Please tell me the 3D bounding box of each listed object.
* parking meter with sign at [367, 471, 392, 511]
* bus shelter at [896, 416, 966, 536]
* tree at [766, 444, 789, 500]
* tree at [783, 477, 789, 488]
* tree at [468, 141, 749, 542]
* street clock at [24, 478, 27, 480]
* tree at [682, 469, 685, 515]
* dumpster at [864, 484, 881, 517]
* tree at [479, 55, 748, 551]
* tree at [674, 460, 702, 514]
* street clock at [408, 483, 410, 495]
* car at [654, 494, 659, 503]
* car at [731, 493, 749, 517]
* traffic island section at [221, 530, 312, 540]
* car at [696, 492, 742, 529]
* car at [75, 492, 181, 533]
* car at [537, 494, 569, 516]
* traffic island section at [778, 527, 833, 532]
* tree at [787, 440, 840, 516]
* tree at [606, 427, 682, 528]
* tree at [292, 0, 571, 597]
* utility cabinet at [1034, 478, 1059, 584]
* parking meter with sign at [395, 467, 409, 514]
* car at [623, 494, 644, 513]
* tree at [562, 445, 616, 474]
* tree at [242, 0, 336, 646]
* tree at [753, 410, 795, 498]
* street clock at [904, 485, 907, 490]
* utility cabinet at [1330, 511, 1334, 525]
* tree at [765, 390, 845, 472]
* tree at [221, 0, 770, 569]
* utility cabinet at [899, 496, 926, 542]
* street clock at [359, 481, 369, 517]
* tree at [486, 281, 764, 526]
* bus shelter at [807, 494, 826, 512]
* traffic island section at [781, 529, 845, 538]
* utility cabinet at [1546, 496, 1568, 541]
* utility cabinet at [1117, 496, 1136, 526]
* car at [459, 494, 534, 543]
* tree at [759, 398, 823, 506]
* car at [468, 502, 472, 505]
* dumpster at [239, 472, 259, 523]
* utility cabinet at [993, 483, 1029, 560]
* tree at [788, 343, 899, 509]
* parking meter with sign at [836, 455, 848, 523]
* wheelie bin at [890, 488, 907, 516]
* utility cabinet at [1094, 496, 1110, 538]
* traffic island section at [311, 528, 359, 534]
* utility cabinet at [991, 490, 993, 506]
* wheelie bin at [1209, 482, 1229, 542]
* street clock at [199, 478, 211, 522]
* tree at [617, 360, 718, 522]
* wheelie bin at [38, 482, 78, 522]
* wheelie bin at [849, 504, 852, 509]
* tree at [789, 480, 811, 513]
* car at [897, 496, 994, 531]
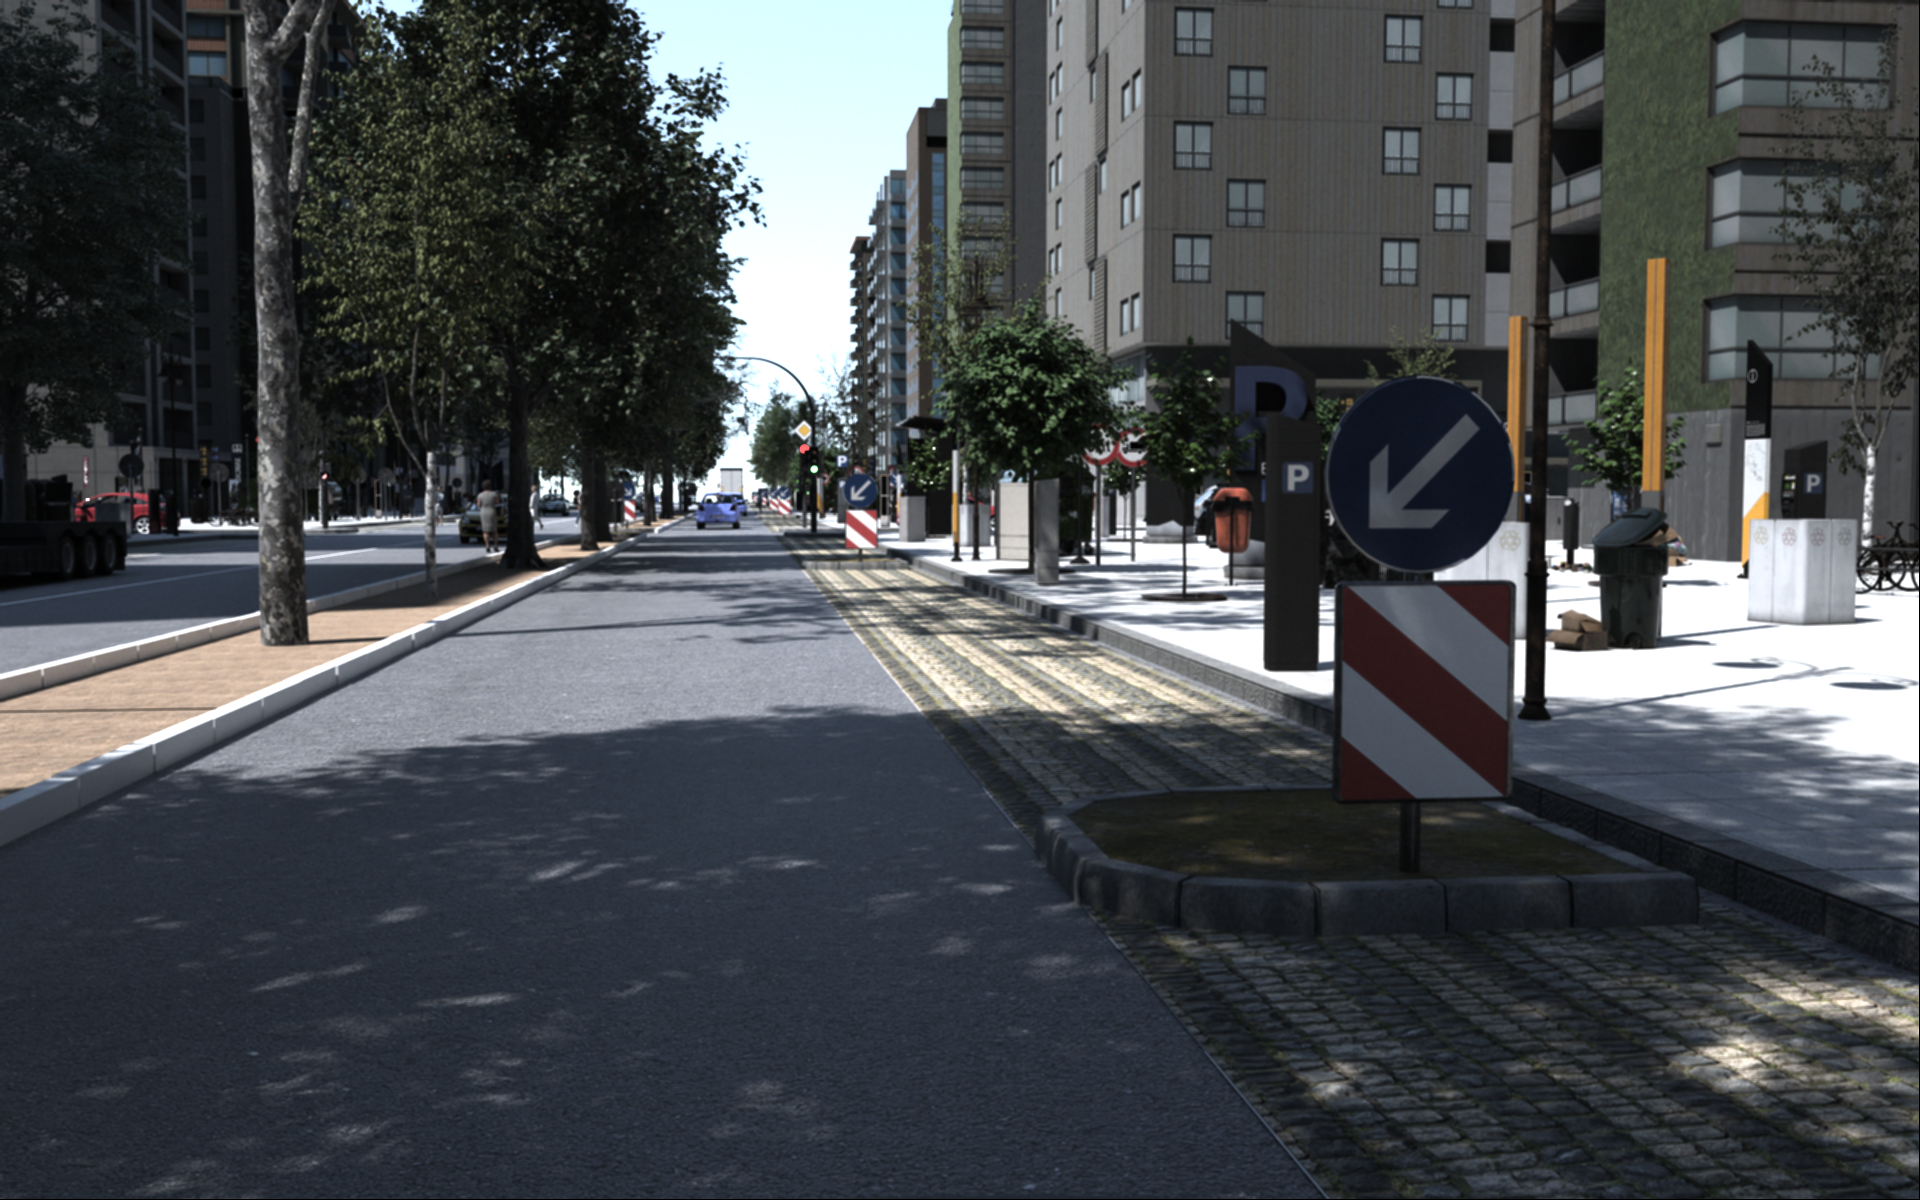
[{"bbox_3d":[-42.909,-8.059,128.028,1.738,3.016,0.543,-1,4,-16],"label":"parking meter with sign"},{"bbox_3d":[-0.915,-3.912,55.242,1.731,3.624,6.357,0,4,-7],"label":"bus shelter"},{"bbox_3d":[-19.601,-15.004,195.674,4.360,8.622,3.978,0,3,0],"label":"tree"},{"bbox_3d":[-16.862,-11.059,175.414,1.663,3.219,1.824,0,3,0],"label":"tree"},{"bbox_3d":[-10.735,-8.699,51.338,9.857,13.997,8.962,0,3,0],"label":"tree"},{"bbox_3d":[-41.934,-4.468,77.626,0.358,2.002,0.471,-2,4,-34],"label":"street clock"},{"bbox_3d":[-18.124,-9.354,105.751,4.737,8.622,4.395,0,3,0],"label":"tree"},{"bbox_3d":[-5.040,-5.670,95.202,1.502,2.255,1.985,0,4,-7],"label":"dumpster"},{"bbox_3d":[-9.169,-7.472,42.754,7.486,12.596,7.792,0,3,0],"label":"tree"},{"bbox_3d":[-20.374,-10.583,125.853,4.360,8.622,3.978,0,3,0],"label":"tree"},{"bbox_3d":[-36.321,-6.675,113.707,0.358,2.002,0.471,2,4,31],"label":"street clock"},{"bbox_3d":[-45.642,-15.265,259.173,1.945,1.707,3.694,0,4,-8],"label":"car"},{"bbox_3d":[-14.551,-6.221,111.309,1.945,1.707,3.694,0,4,-6],"label":"car"},{"bbox_3d":[-22.323,-2.045,55.724,2.009,0.180,2.903,0,4,-7],"label":"traffic island section"},{"bbox_3d":[-10.019,-3.812,71.913,1.945,1.707,3.694,0,4,-6],"label":"car"},{"bbox_3d":[-29.530,-3.125,60.128,4.494,1.783,2.155,0,4,-7],"label":"car"},{"bbox_3d":[-26.451,-6.167,112.622,2.131,1.459,4.920,-1,4,-9],"label":"car"},{"bbox_3d":[-5.883,-2.665,65.859,2.009,0.180,2.903,0,4,-7],"label":"traffic island section"},{"bbox_3d":[-7.497,-7.289,102.892,4.285,4.588,4.351,0,3,0],"label":"tree"},{"bbox_3d":[-13.328,-7.026,67.690,4.737,8.622,4.395,0,3,0],"label":"tree"},{"bbox_3d":[-7.398,-4.352,23.978,4.737,8.622,4.395,0,3,0],"label":"tree"},{"bbox_3d":[1.226,-0.988,24.835,0.318,1.500,1.173,0,4,0],"label":"utility cabinet"},{"bbox_3d":[-35.748,-7.031,111.224,0.543,3.016,1.738,-2,4,-34],"label":"parking meter with sign"},{"bbox_3d":[-25.472,-7.628,134.939,2.015,1.641,3.980,0,4,-6],"label":"car"},{"bbox_3d":[-42.564,-16.108,197.780,8.767,10.594,7.601,-1,4,-17],"label":"tree"},{"bbox_3d":[-5.081,-9.587,15.093,12.611,20.169,13.585,0,3,0],"label":"tree"},{"bbox_3d":[-25.380,-19.239,232.691,7.486,12.596,7.792,0,3,0],"label":"tree"},{"bbox_3d":[-4.292,-8.227,139.089,0.358,2.002,0.471,2,4,29],"label":"street clock"},{"bbox_3d":[9.296,-1.880,41.893,0.306,1.237,1.020,3,5,40],"label":"utility cabinet"},{"bbox_3d":[-13.924,-13.454,154.393,7.601,10.594,8.767,1,4,12],"label":"tree"},{"bbox_3d":[-8.486,-6.946,33.039,9.611,12.733,9.660,0,3,0],"label":"tree"},{"bbox_3d":[-1.284,-2.154,46.380,0.306,1.237,1.020,2,4,26],"label":"utility cabinet"},{"bbox_3d":[-32.645,-5.524,94.894,0.471,2.002,0.358,1,4,19],"label":"street clock"},{"bbox_3d":[-13.916,-10.009,76.479,12.009,13.543,11.850,0,3,0],"label":"tree"},{"bbox_3d":[-10.582,-8.176,124.963,1.731,3.624,6.357,0,4,-7],"label":"bus shelter"},{"bbox_3d":[-4.872,-2.181,57.938,2.009,0.180,2.903,0,4,-7],"label":"traffic island section"},{"bbox_3d":[16.334,-2.250,47.941,1.020,1.237,0.306,-2,4,-26],"label":"utility cabinet"},{"bbox_3d":[6.677,-3.567,69.479,0.306,1.237,1.020,-2,4,-27],"label":"utility cabinet"},{"bbox_3d":[-13.806,-2.534,51.662,2.015,1.641,3.980,0,4,-5],"label":"car"},{"bbox_3d":[-17.928,-15.879,185.372,9.928,11.665,9.643,0,3,0],"label":"tree"},{"bbox_3d":[-23.062,-4.471,85.095,2.014,1.417,4.499,0,4,-6],"label":"car"},{"bbox_3d":[-31.574,-4.556,76.978,1.502,2.255,1.985,0,4,-7],"label":"dumpster"},{"bbox_3d":[1.250,-1.502,33.230,1.173,1.500,0.318,3,5,39],"label":"utility cabinet"},{"bbox_3d":[-5.349,-8.188,84.232,4.360,8.622,3.978,0,3,0],"label":"tree"},{"bbox_3d":[-5.211,-4.909,76.524,0.543,3.016,1.738,0,4,-3],"label":"parking meter with sign"},{"bbox_3d":[-3.198,-5.096,91.225,0.693,1.594,0.980,3,5,43],"label":"wheelie bin"},{"bbox_3d":[4.198,-2.454,51.291,0.306,1.237,1.020,1,4,14],"label":"utility cabinet"},{"bbox_3d":[-23.334,-2.530,63.646,2.009,0.180,2.903,0,4,-7],"label":"traffic island section"},{"bbox_3d":[2.031,-4.976,90.033,0.318,1.500,1.173,2,4,32],"label":"utility cabinet"},{"bbox_3d":[7.126,-2.359,46.482,0.693,1.594,0.980,-3,4,-36],"label":"wheelie bin"},{"bbox_3d":[-34.155,-4.517,78.431,0.471,2.002,0.358,-3,4,-37],"label":"street clock"},{"bbox_3d":[-15.799,-9.780,88.116,9.928,11.665,9.643,0,3,0],"label":"tree"},{"bbox_3d":[-24.035,-2.343,46.213,0.980,1.594,0.693,-1,4,-15],"label":"wheelie bin"},{"bbox_3d":[-8.062,-7.238,126.249,0.980,1.594,0.693,-1,4,-17],"label":"wheelie bin"},{"bbox_3d":[-10.605,-7.705,120.575,1.663,3.219,1.824,0,3,0],"label":"tree"},{"bbox_3d":[-0.058,-3.302,63.020,4.494,1.783,2.155,0,4,-8],"label":"car"}]
